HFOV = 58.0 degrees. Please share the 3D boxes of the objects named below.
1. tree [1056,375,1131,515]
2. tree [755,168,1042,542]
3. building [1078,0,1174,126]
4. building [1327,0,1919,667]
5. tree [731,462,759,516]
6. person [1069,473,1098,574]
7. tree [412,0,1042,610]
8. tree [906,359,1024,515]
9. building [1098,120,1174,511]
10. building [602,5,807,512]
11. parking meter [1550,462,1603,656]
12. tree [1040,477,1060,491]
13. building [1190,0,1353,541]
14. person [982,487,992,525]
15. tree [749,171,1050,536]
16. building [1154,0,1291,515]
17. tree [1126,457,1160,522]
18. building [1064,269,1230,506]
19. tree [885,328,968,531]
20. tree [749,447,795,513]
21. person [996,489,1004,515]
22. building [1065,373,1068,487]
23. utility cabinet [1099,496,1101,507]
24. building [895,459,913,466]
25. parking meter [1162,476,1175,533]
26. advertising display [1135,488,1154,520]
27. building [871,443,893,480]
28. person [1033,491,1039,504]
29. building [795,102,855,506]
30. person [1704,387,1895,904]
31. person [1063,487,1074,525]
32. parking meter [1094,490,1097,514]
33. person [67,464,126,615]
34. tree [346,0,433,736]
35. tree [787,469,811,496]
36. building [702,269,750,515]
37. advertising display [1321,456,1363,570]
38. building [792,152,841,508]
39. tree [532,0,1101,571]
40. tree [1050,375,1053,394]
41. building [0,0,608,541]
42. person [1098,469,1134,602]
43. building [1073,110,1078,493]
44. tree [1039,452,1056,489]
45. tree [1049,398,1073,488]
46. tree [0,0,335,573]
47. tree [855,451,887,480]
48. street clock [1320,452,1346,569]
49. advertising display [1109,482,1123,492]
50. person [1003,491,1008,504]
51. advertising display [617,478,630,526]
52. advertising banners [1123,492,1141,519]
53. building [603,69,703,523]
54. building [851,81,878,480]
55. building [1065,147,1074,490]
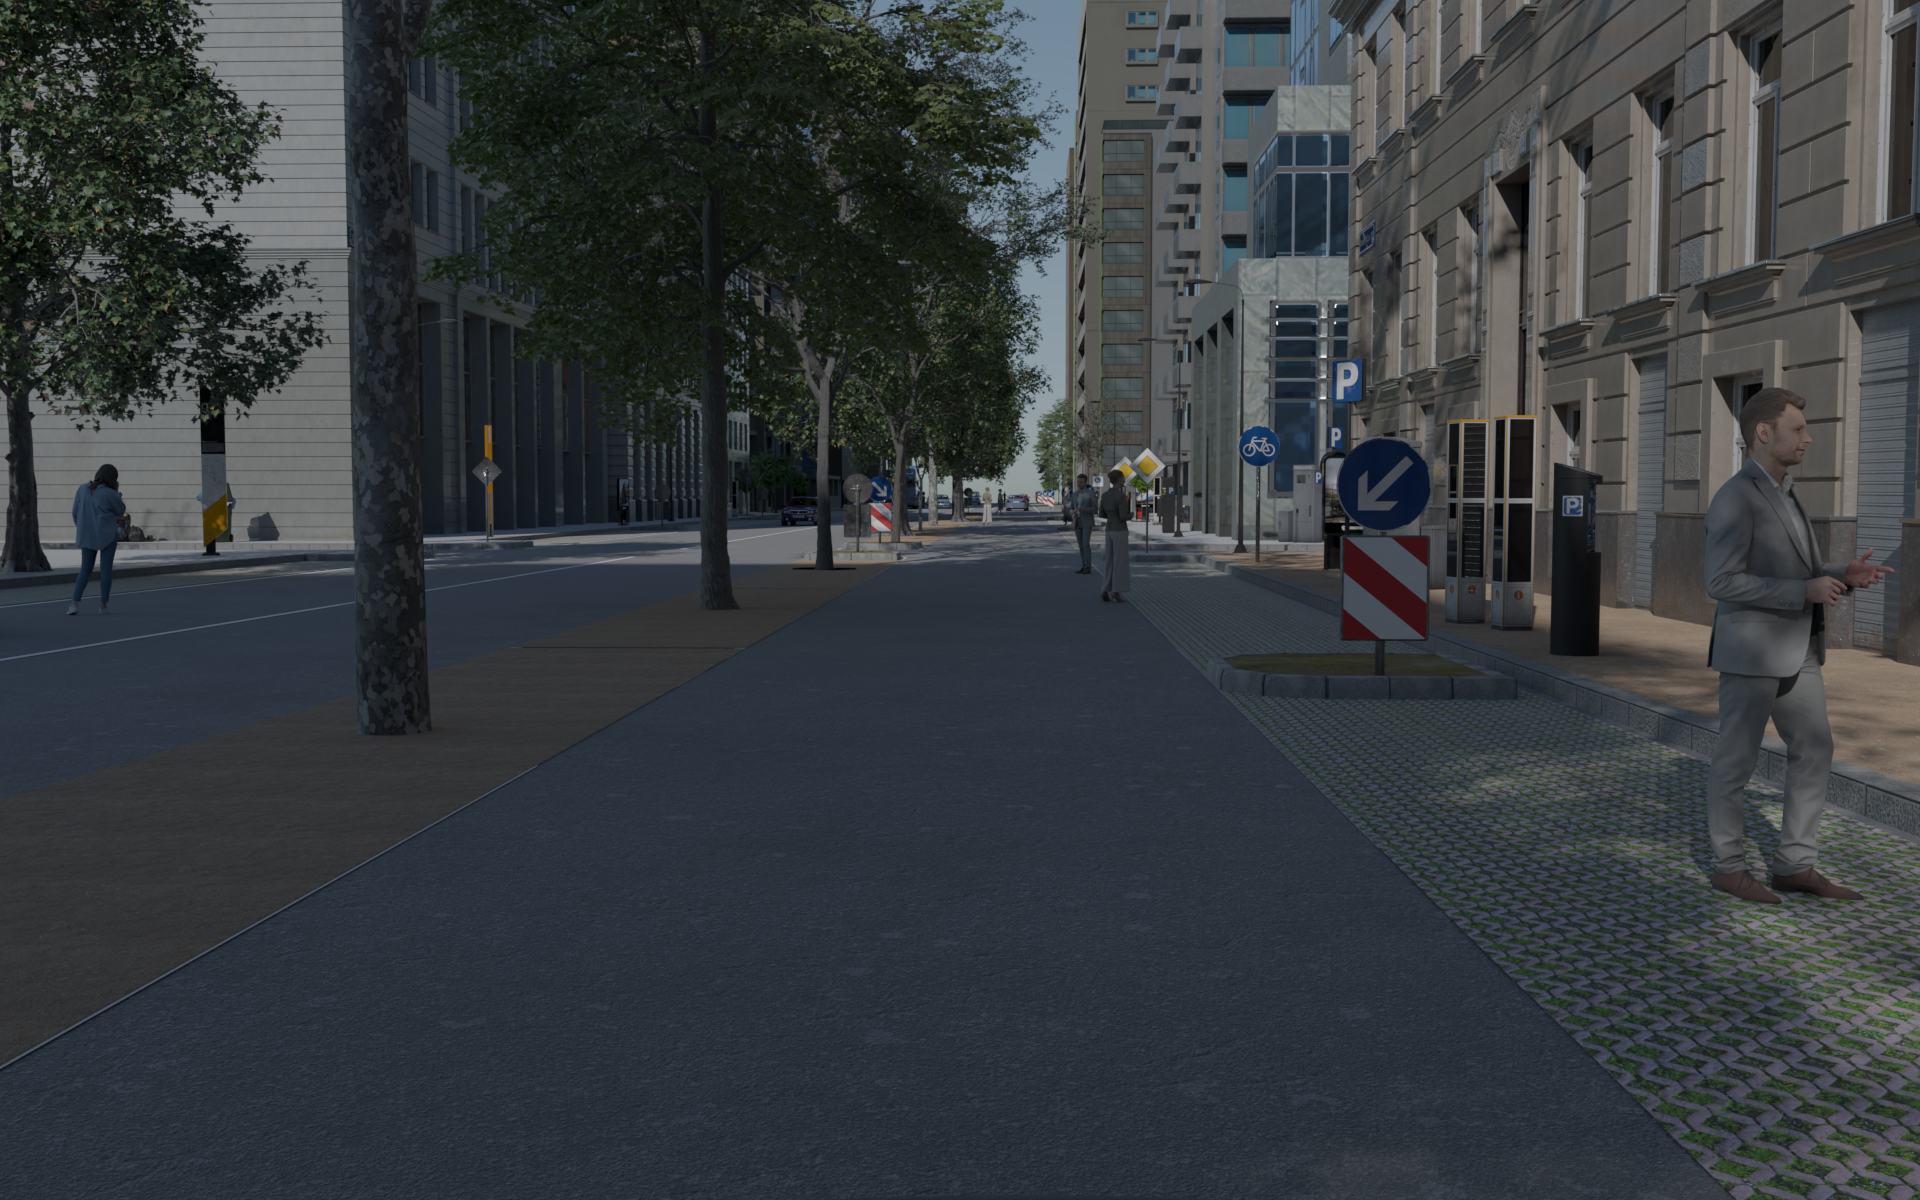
[{"bbox_3d":[8.305,-9.542,106.373,4.360,8.622,3.978,0,3,0],"label":"tree"},{"bbox_3d":[-1.905,-6.893,49.563,8.767,10.594,7.601,0,4,2],"label":"tree"},{"bbox_3d":[21.499,-32.471,154.598,21.300,48.544,21.600,0,4,2],"label":"building"},{"bbox_3d":[13.136,-13.798,22.856,12.463,27.353,25.104,0,4,2],"label":"building"},{"bbox_3d":[-12.850,-6.639,103.149,1.663,3.219,1.824,0,3,0],"label":"tree"},{"bbox_3d":[2.168,-1.376,31.193,0.606,1.804,0.583,2,4,35],"label":"person"},{"bbox_3d":[-2.921,-6.120,20.646,7.486,12.596,7.792,0,3,0],"label":"tree"},{"bbox_3d":[0.037,-12.674,116.325,9.857,13.997,8.962,0,3,0],"label":"tree"},{"bbox_3d":[17.927,-22.329,136.776,14.160,30.474,14.107,0,4,2],"label":"building"},{"bbox_3d":[-24.084,-29.459,136.274,22.147,44.769,28.867,0,4,2],"label":"building"},{"bbox_3d":[4.917,-0.331,13.815,0.372,1.533,0.369,0,3,0],"label":"parking meter"},{"bbox_3d":[14.396,-17.877,276.009,4.285,4.588,4.351,0,3,0],"label":"tree"},{"bbox_3d":[23.492,-45.448,55.747,31.000,86.520,22.319,0,4,2],"label":"building"},{"bbox_3d":[1.285,-4.331,79.863,0.519,1.759,0.362,2,4,34],"label":"person"},{"bbox_3d":[-2.000,-8.485,58.196,9.611,12.733,9.660,0,3,0],"label":"tree"},{"bbox_3d":[22.833,-29.251,97.860,23.786,49.044,30.456,0,4,2],"label":"building"},{"bbox_3d":[8.495,-5.205,79.709,1.663,3.219,1.824,0,3,0],"label":"tree"},{"bbox_3d":[27.331,-58.087,262.397,22.319,86.520,31.000,0,4,2],"label":"building"},{"bbox_3d":[-1.575,-7.012,67.463,4.737,8.622,4.395,0,3,0],"label":"tree"},{"bbox_3d":[-13.019,-8.294,119.327,4.285,4.588,4.351,0,3,0],"label":"tree"},{"bbox_3d":[2.718,-6.728,118.722,0.641,1.798,0.478,-1,4,-12],"label":"person"},{"bbox_3d":[25.376,-37.489,236.639,21.300,48.544,21.600,0,4,2],"label":"building"},{"bbox_3d":[7.828,-5.128,95.000,0.306,1.237,1.020,1,4,11],"label":"utility cabinet"},{"bbox_3d":[-14.864,-36.007,272.315,14.154,41.232,14.086,0,4,2],"label":"building"},{"bbox_3d":[6.833,-3.125,56.798,0.399,1.863,0.255,-2,4,-28],"label":"parking meter"},{"bbox_3d":[9.021,-4.832,84.219,0.974,1.923,0.123,1,4,11],"label":"advertising display"},{"bbox_3d":[-19.978,-38.487,248.877,23.786,49.044,30.456,0,4,2],"label":"building"},{"bbox_3d":[10.370,-13.647,231.557,1.348,1.831,0.705,3,4,38],"label":"person"},{"bbox_3d":[-18.688,-32.550,182.300,14.600,45.320,14.200,0,4,2],"label":"building"},{"bbox_3d":[2.896,0.163,6.038,0.583,1.804,0.606,3,5,44],"label":"person"},{"bbox_3d":[4.968,-4.344,79.944,0.534,1.772,0.576,-3,5,-40],"label":"person"},{"bbox_3d":[8.509,-6.145,108.885,0.372,1.533,0.369,0,3,0],"label":"parking meter"},{"bbox_3d":[-10.288,-0.724,20.599,0.793,1.790,0.793,-2,4,-34],"label":"person"},{"bbox_3d":[-2.216,-9.208,8.899,12.611,20.169,13.585,0,3,0],"label":"tree"},{"bbox_3d":[-11.981,-8.333,130.839,1.663,3.219,1.824,0,3,0],"label":"tree"},{"bbox_3d":[-19.272,-15.296,104.835,10.420,20.320,16.860,0,4,2],"label":"building"},{"bbox_3d":[6.596,-1.468,29.215,0.974,1.923,0.123,0,4,-1],"label":"advertising display"},{"bbox_3d":[-27.987,-28.832,163.286,32.217,40.220,23.993,0,4,2],"label":"building"},{"bbox_3d":[-2.580,-7.311,32.364,12.009,13.543,11.850,0,3,0],"label":"tree"},{"bbox_3d":[-0.048,-10.322,88.224,9.611,12.733,9.660,0,3,0],"label":"tree"},{"bbox_3d":[-21.484,-17.365,61.405,11.434,29.767,29.804,0,4,2],"label":"building"},{"bbox_3d":[2.096,-0.848,22.921,0.362,1.759,0.519,-2,4,-35],"label":"person"},{"bbox_3d":[19.287,-30.821,187.518,14.154,41.232,14.086,0,4,2],"label":"building"},{"bbox_3d":[14.243,-19.407,267.672,4.360,8.622,3.978,0,3,0],"label":"tree"},{"bbox_3d":[11.908,-17.513,204.456,7.486,12.596,7.792,0,3,0],"label":"tree"},{"bbox_3d":[-15.612,-6.822,28.549,9.611,12.733,9.660,0,3,0],"label":"tree"},{"bbox_3d":[-10.311,-14.967,195.066,4.360,8.622,3.978,0,3,0],"label":"tree"},{"bbox_3d":[6.402,-1.533,29.635,0.471,2.002,0.358,-2,4,-29],"label":"street clock"},{"bbox_3d":[7.365,-4.685,81.809,0.123,1.923,0.974,-2,4,-28],"label":"advertising display"},{"bbox_3d":[6.475,-14.776,250.107,0.705,1.821,1.348,3,5,43],"label":"person"},{"bbox_3d":[-13.641,-3.972,70.150,0.123,1.923,0.974,1,4,13],"label":"advertising display"},{"bbox_3d":[9.109,-5.597,87.694,2.074,3.025,0.090,-1,4,-18],"label":"advertising banners"},{"bbox_3d":[-19.276,-15.748,86.362,11.050,23.489,19.941,0,4,2],"label":"building"},{"bbox_3d":[-24.130,-38.577,219.969,28.713,52.752,27.495,0,4,2],"label":"building"},{"bbox_3d":[20.440,-34.761,218.458,14.600,45.320,14.200,0,4,2],"label":"building"}]
